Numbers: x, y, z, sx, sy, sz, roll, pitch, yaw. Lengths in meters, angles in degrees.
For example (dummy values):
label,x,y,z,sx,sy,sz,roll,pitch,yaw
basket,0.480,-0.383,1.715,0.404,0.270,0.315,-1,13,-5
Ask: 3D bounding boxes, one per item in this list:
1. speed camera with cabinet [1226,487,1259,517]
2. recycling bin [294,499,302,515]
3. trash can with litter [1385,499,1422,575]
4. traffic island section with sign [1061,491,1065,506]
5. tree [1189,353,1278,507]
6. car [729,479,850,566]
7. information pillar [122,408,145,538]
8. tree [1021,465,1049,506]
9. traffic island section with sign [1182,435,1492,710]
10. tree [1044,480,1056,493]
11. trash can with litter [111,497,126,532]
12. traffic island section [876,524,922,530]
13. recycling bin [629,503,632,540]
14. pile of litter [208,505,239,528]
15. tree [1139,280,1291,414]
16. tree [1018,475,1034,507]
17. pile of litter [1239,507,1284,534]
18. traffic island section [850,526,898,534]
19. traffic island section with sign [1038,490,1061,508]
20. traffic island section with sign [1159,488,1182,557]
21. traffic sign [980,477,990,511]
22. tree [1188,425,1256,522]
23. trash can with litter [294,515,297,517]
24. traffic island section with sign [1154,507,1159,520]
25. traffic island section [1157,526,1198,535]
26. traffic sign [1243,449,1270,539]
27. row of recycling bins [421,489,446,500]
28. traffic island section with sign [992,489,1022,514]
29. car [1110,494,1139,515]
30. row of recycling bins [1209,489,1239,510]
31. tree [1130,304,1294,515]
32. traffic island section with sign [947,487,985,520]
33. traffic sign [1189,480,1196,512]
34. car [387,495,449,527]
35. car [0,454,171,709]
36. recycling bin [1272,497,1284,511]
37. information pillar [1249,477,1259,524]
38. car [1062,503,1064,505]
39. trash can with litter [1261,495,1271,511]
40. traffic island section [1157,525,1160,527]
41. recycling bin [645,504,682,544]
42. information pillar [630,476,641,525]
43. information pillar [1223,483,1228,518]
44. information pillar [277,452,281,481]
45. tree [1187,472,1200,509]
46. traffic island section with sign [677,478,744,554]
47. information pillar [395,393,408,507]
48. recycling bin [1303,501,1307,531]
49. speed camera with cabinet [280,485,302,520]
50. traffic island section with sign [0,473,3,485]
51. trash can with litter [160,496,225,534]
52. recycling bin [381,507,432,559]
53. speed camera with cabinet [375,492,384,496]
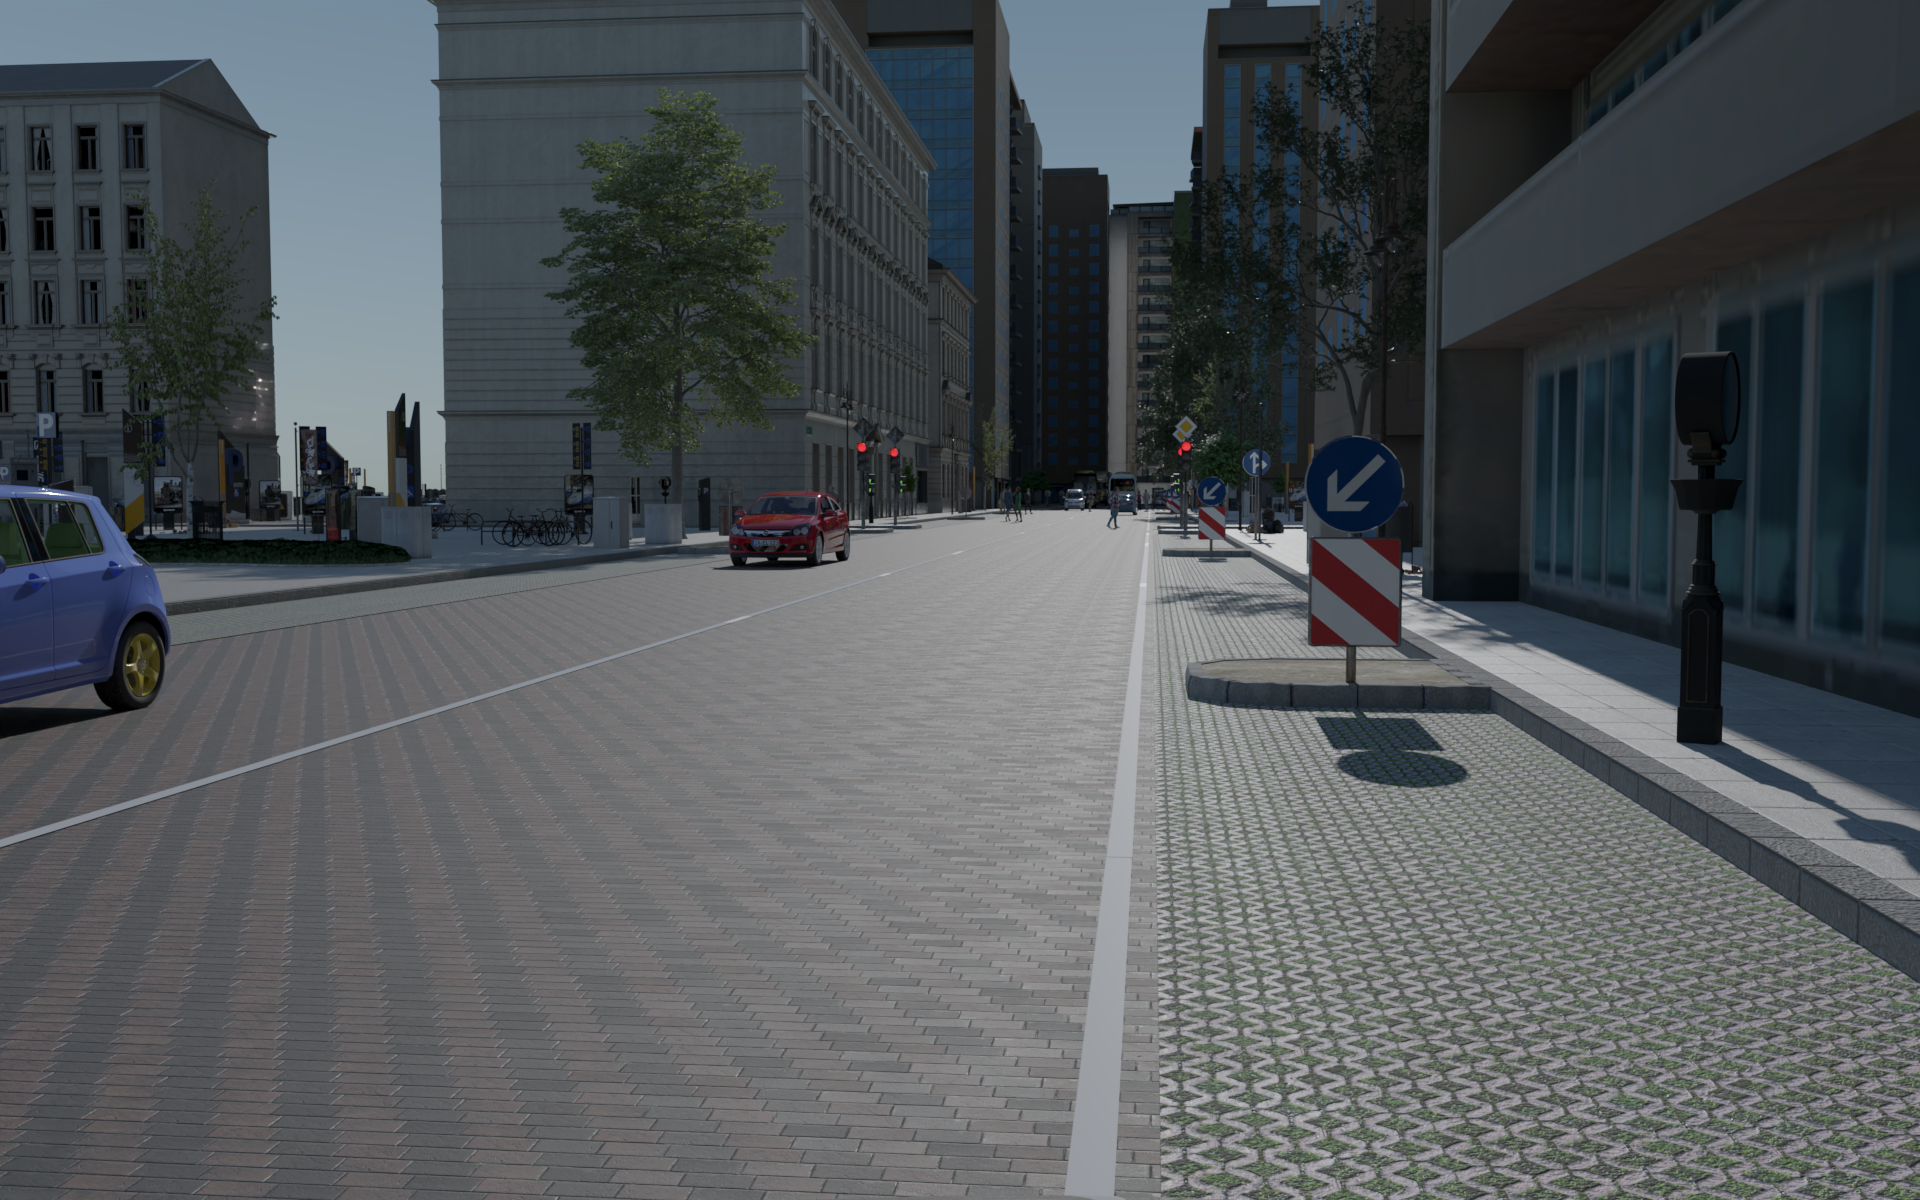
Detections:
label,x,y,z,sx,sy,sz,roll,pitch,yaw
speed camera with cabinet,15.758,-6.273,96.900,2.038,3.252,0.660,0,4,-3
recycling bin,-41.276,-5.810,107.543,0.722,1.027,0.722,-1,4,-17
trash can with litter,7.366,-1.015,27.645,2.233,1.210,1.678,1,4,16
traffic island section with sign,11.761,-11.660,199.273,1.989,1.847,2.006,0,4,6
tree,14.132,-8.580,90.653,4.360,8.622,3.978,0,3,0
car,-3.491,-1.644,35.919,2.155,1.783,4.494,0,4,8
information pillar,-22.480,-3.408,47.082,0.504,3.616,0.183,-1,4,-12
tree,8.347,-12.791,192.854,4.285,4.588,4.351,0,3,0
traffic island section with sign,2.641,-0.236,12.480,1.989,1.847,2.006,0,4,6
tree,11.245,-13.963,222.896,1.663,3.219,1.824,0,3,0
trash can with litter,-28.236,-2.899,58.790,1.055,1.170,0.624,1,4,12
traffic island section,-2.682,-3.002,71.368,2.009,0.180,2.903,0,4,6
recycling bin,-9.602,-2.180,48.205,0.722,1.027,0.722,1,4,16
pile of litter,-28.095,-3.196,66.215,1.176,0.858,1.719,1,4,12
tree,20.914,-17.460,141.361,12.611,20.169,13.585,0,3,0
tree,6.753,-11.128,176.541,1.663,3.219,1.824,0,3,0
pile of litter,9.883,-2.611,56.649,1.719,0.858,1.176,-1,4,-17
traffic island section,-3.558,-2.517,63.431,2.009,0.180,2.903,0,4,6
traffic island section with sign,8.806,-10.022,172.479,1.989,1.847,2.006,0,4,6
traffic island section with sign,5.672,-1.916,39.952,1.989,1.847,2.006,0,4,6
traffic sign,1.864,-7.815,127.878,0.768,2.556,0.104,1,4,14
tree,12.442,-5.975,81.413,4.285,4.588,4.351,0,3,0
trash can with litter,-37.896,-5.271,97.246,2.233,1.210,1.678,0,4,6
traffic island section with sign,11.752,-5.285,95.035,1.989,1.847,2.006,0,4,6
traffic island section,8.112,-2.438,62.142,2.009,0.180,2.903,0,4,6
traffic sign,8.359,-2.983,48.880,0.768,2.556,0.104,1,4,10
row of recycling bins,-39.948,-7.603,131.425,3.534,1.692,1.069,3,5,42
traffic island section with sign,3.363,-6.999,123.062,1.989,1.847,2.006,0,4,6
car,11.211,-6.503,118.330,2.014,1.417,4.499,0,4,8
row of recycling bins,20.894,-7.932,136.798,1.069,1.692,3.534,-3,5,-44
tree,14.899,-11.450,104.209,9.611,12.733,9.660,0,3,0
traffic island section with sign,0.366,-5.347,96.046,1.989,1.847,2.006,0,4,6
traffic sign,16.947,-7.581,126.084,0.606,2.300,0.079,1,4,15
car,-23.088,-3.570,70.367,4.499,1.417,2.014,1,4,8
car,-6.373,-0.045,10.330,1.945,1.707,3.694,0,4,4
recycling bin,23.690,-7.120,128.965,0.722,1.027,0.722,1,4,21
information pillar,12.711,-4.305,74.882,0.304,2.012,0.304,-1,4,-11
car,13.652,-12.779,218.533,1.945,1.707,3.694,0,4,5
trash can with litter,24.145,-7.532,134.208,1.678,1.210,2.233,-3,5,-39
traffic island section,8.988,-2.923,70.079,2.009,0.180,2.903,0,4,6
recycling bin,-7.631,-1.958,44.562,0.722,1.027,0.722,1,4,20
information pillar,-13.554,-4.149,72.328,0.304,2.012,0.304,1,4,20
information pillar,14.406,-6.283,94.078,0.183,3.616,0.504,-1,4,-21
information pillar,-35.167,-5.989,89.281,0.504,3.616,0.183,3,5,40
tree,20.543,-9.553,150.799,1.663,3.219,1.824,0,3,0
traffic island section with sign,-5.606,-2.029,41.809,1.989,1.847,2.006,0,4,6
information pillar,-12.883,-2.973,39.958,0.183,3.616,0.504,0,4,3
recycling bin,12.223,-2.863,59.364,0.722,1.027,0.722,-1,4,-11
speed camera with cabinet,-33.055,-5.597,85.838,2.038,3.252,0.660,-1,4,-13
traffic island section with sign,-8.636,-0.352,14.383,1.989,1.847,2.006,0,4,6
trash can with litter,-24.971,-2.763,56.240,2.233,1.210,1.678,1,4,23
recycling bin,-11.073,-1.353,34.669,0.722,1.027,0.722,1,4,13
speed camera with cabinet,-44.926,-8.607,135.063,2.038,3.252,0.660,-1,4,-23
